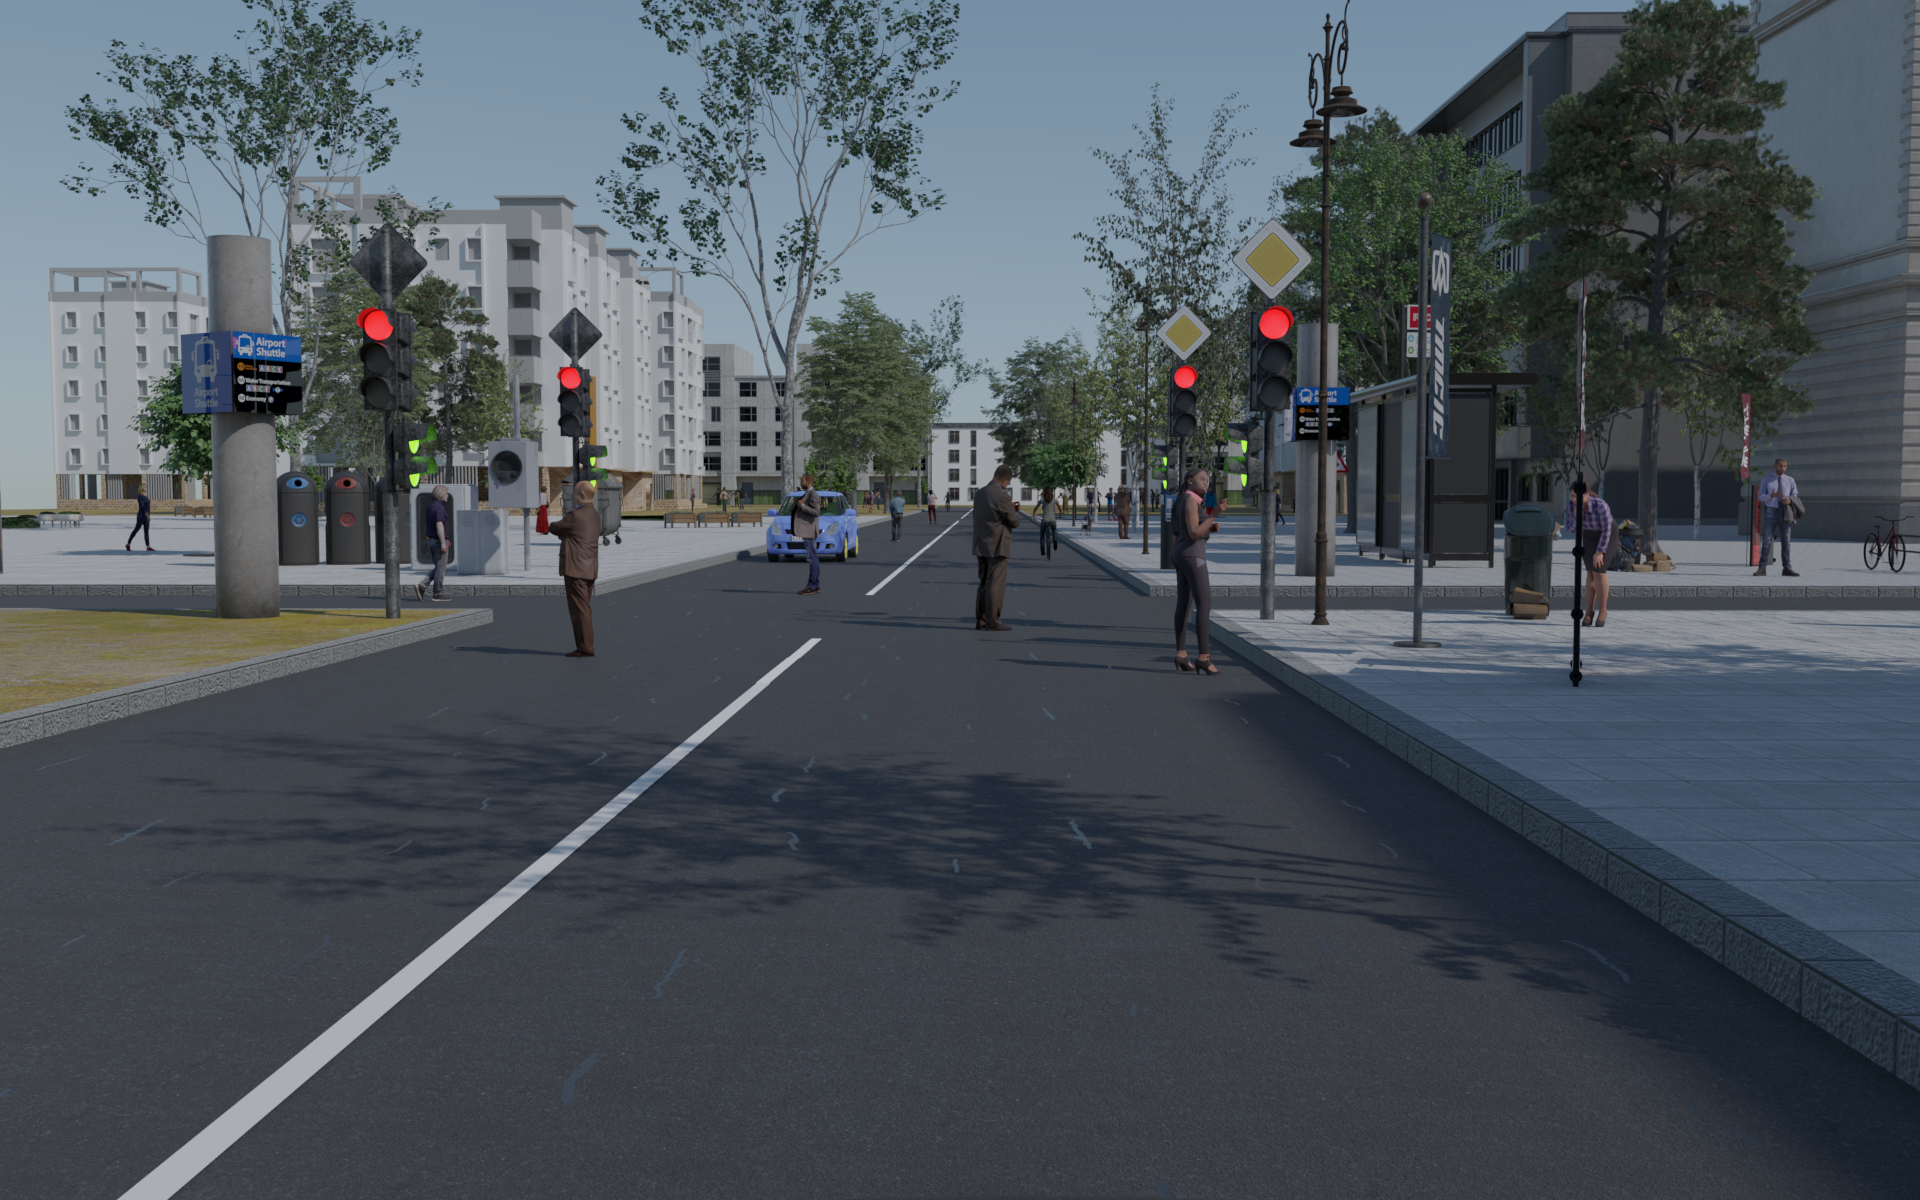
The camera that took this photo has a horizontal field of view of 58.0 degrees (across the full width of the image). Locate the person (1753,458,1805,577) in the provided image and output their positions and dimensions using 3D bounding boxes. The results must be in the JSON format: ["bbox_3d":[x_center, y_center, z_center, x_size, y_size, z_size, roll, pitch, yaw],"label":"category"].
[{"bbox_3d":[12.701,-1.279,26.820,0.709,1.838,0.599,0,4,7],"label":"person"}]

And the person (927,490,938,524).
[{"bbox_3d":[-1.329,-4.410,82.059,0.517,1.644,0.566,3,5,44],"label":"person"}]

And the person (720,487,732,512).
[{"bbox_3d":[-15.142,-6.434,111.946,0.721,1.736,1.217,2,4,29],"label":"person"}]

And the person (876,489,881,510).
[{"bbox_3d":[-6.642,-8.322,142.824,0.721,1.735,1.217,0,4,5],"label":"person"}]

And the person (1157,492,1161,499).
[{"bbox_3d":[13.255,-6.462,112.386,0.721,1.739,1.217,-3,5,-40],"label":"person"}]

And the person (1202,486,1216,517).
[{"bbox_3d":[10.264,-3.892,71.375,0.593,1.614,0.444,0,4,5],"label":"person"}]

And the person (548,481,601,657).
[{"bbox_3d":[-3.382,-0.274,15.250,0.388,1.546,0.482,1,4,16],"label":"person"}]

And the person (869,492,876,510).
[{"bbox_3d":[-7.249,-8.078,141.384,0.557,1.426,1.065,3,5,40],"label":"person"}]

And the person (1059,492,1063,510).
[{"bbox_3d":[8.300,-7.950,139.220,0.799,1.438,0.628,0,4,6],"label":"person"}]

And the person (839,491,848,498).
[{"bbox_3d":[-8.227,-6.928,119.418,1.348,1.812,0.705,2,4,29],"label":"person"}]

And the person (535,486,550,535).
[{"bbox_3d":[-13.055,-2.793,54.169,0.387,1.526,0.523,1,4,13],"label":"person"}]

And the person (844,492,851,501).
[{"bbox_3d":[-9.894,-8.778,149.701,1.348,1.807,0.705,-2,4,-26],"label":"person"}]

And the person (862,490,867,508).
[{"bbox_3d":[-8.612,-9.094,156.196,0.593,1.643,0.415,1,4,14],"label":"person"}]

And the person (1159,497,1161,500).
[{"bbox_3d":[13.247,-6.310,109.239,1.348,1.821,0.705,0,4,8],"label":"person"}]

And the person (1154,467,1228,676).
[{"bbox_3d":[1.931,-0.237,13.852,0.593,1.643,0.415,3,5,41],"label":"person"}]

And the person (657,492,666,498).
[{"bbox_3d":[-28.666,-9.809,166.435,0.705,1.821,1.348,2,4,35],"label":"person"}]

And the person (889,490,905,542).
[{"bbox_3d":[-1.911,-2.534,52.136,0.499,1.552,0.429,1,4,13],"label":"person"}]

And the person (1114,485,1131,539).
[{"bbox_3d":[4.599,-2.498,49.149,0.482,1.546,0.388,1,4,22],"label":"person"}]

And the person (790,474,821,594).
[{"bbox_3d":[-2.218,-0.950,24.854,0.431,1.722,0.655,0,4,-5],"label":"person"}]

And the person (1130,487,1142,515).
[{"bbox_3d":[11.075,-6.143,107.397,0.541,1.710,0.530,-3,5,-43],"label":"person"}]

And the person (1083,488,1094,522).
[{"bbox_3d":[5.985,-4.400,80.187,0.569,1.553,0.471,-3,4,-37],"label":"person"}]

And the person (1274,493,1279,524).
[{"bbox_3d":[13.381,-4.005,73.990,0.523,1.526,0.387,-2,4,-29],"label":"person"}]

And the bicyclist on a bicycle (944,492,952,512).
[{"bbox_3d":[-0.990,-7.944,139.904,1.499,1.676,1.625,0,4,2],"label":"bicyclist on a bicycle"}]

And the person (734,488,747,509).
[{"bbox_3d":[-18.194,-8.446,144.143,1.348,1.822,0.705,-3,5,-44],"label":"person"}]

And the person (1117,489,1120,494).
[{"bbox_3d":[14.097,-9.084,155.020,0.568,1.767,0.683,2,4,26],"label":"person"}]

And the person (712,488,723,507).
[{"bbox_3d":[-24.610,-10.438,176.342,1.348,1.869,0.705,2,4,25],"label":"person"}]

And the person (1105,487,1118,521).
[{"bbox_3d":[7.226,-4.561,82.487,0.662,1.594,0.647,-2,4,-28],"label":"person"}]

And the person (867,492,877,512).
[{"bbox_3d":[-6.138,-6.809,120.595,0.697,1.427,0.421,1,4,14],"label":"person"}]

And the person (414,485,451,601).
[{"bbox_3d":[-7.033,-0.761,23.152,0.471,1.553,0.569,0,4,-1],"label":"person"}]

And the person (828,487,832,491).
[{"bbox_3d":[-8.590,-6.638,114.703,1.348,1.807,0.705,1,4,15],"label":"person"}]

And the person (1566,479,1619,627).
[{"bbox_3d":[6.067,-0.451,16.645,0.697,1.427,0.421,-3,5,-44],"label":"person"}]

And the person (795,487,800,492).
[{"bbox_3d":[-9.289,-5.655,99.416,0.541,1.710,0.530,-1,4,-11],"label":"person"}]

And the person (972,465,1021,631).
[{"bbox_3d":[0.405,-0.556,18.271,0.565,1.739,0.600,2,4,29],"label":"person"}]

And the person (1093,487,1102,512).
[{"bbox_3d":[9.738,-7.058,121.885,0.683,1.767,0.568,-3,5,-41],"label":"person"}]

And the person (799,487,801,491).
[{"bbox_3d":[-10.800,-6.657,115.593,0.721,1.736,1.217,3,4,37],"label":"person"}]

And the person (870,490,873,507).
[{"bbox_3d":[-8.902,-10.187,173.535,0.436,1.711,0.756,2,4,23],"label":"person"}]

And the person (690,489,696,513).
[{"bbox_3d":[-17.313,-6.424,112.543,0.415,1.643,0.593,-2,4,-33],"label":"person"}]

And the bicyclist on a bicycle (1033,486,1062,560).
[{"bbox_3d":[1.922,-1.695,37.731,1.499,1.676,1.625,0,4,1],"label":"bicyclist on a bicycle"}]

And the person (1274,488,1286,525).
[{"bbox_3d":[13.065,-3.826,71.145,0.613,1.512,0.480,-2,4,-27],"label":"person"}]

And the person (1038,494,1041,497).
[{"bbox_3d":[7.613,-9.220,156.728,1.348,1.831,0.705,-1,4,-20],"label":"person"}]

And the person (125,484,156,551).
[{"bbox_3d":[-18.507,-1.864,39.065,0.613,1.512,0.480,-2,4,-28],"label":"person"}]

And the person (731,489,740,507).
[{"bbox_3d":[-21.849,-9.939,169.266,1.217,1.735,0.721,-2,4,-31],"label":"person"}]

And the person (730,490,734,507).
[{"bbox_3d":[-23.290,-10.416,177.011,0.551,1.740,0.621,1,4,20],"label":"person"}]
